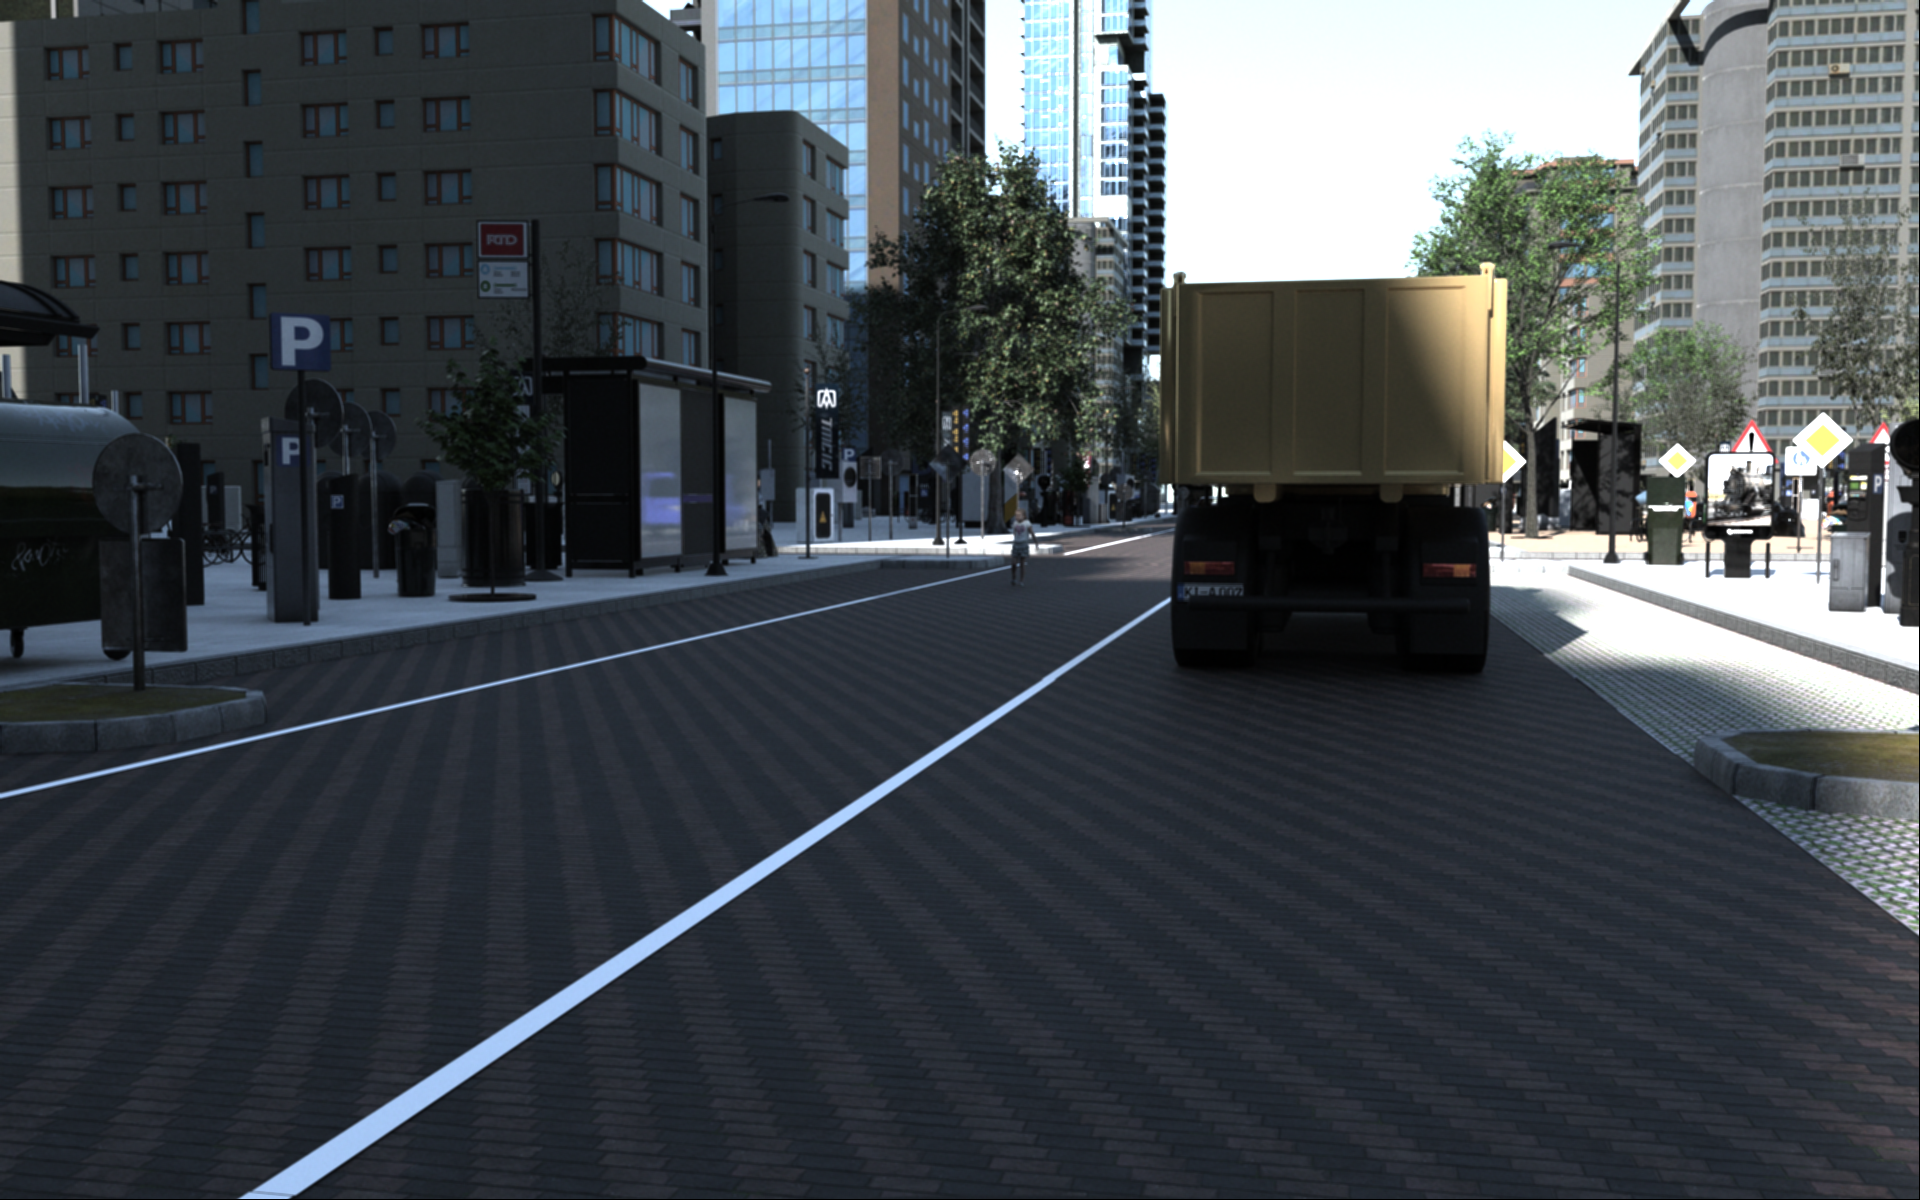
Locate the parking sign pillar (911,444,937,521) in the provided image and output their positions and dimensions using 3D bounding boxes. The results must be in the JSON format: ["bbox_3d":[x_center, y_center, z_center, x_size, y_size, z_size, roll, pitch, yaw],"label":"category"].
[{"bbox_3d":[-1.747,-5.839,83.938,1.447,3.967,1.447,0,4,-2],"label":"parking sign pillar"}]

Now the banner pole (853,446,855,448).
[{"bbox_3d":[-5.141,-5.449,79.111,0.863,3.779,0.401,1,4,22],"label":"banner pole"}]

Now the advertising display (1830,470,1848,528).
[{"bbox_3d":[24.208,-2.570,47.226,0.974,1.923,0.123,-2,4,-25],"label":"advertising display"}]

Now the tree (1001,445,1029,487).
[{"bbox_3d":[2.341,-7.089,99.622,4.285,4.588,4.351,0,3,0],"label":"tree"}]

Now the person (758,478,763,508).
[{"bbox_3d":[-4.953,-2.032,41.741,0.654,1.822,0.581,1,4,11],"label":"person"}]

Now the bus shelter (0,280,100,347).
[{"bbox_3d":[-9.730,-1.229,14.017,2.014,3.302,5.546,1,4,12],"label":"bus shelter"}]

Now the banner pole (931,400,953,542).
[{"bbox_3d":[-0.443,-3.428,46.062,0.401,3.779,0.863,3,4,37],"label":"banner pole"}]

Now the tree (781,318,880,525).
[{"bbox_3d":[-5.088,-7.419,71.661,4.360,8.622,3.978,0,3,0],"label":"tree"}]

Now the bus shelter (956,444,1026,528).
[{"bbox_3d":[1.105,-4.516,67.764,2.014,3.302,5.546,1,4,12],"label":"bus shelter"}]

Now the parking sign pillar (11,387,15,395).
[{"bbox_3d":[-20.683,-3.000,37.521,1.447,3.967,1.447,3,5,43],"label":"parking sign pillar"}]

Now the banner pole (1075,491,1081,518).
[{"bbox_3d":[6.588,-6.421,95.000,0.401,3.779,0.863,2,4,33],"label":"banner pole"}]

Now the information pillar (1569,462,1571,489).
[{"bbox_3d":[37.076,-6.926,104.598,0.504,3.616,0.183,2,4,23],"label":"information pillar"}]

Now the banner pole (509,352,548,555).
[{"bbox_3d":[-7.568,-2.485,30.648,0.863,3.779,0.401,0,4,-1],"label":"banner pole"}]

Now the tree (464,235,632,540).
[{"bbox_3d":[-11.354,-6.011,48.647,4.360,8.622,3.978,0,3,0],"label":"tree"}]

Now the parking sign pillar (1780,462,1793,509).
[{"bbox_3d":[50.671,-7.200,106.186,1.447,3.967,1.447,1,4,12],"label":"parking sign pillar"}]

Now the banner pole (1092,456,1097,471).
[{"bbox_3d":[8.881,-7.600,114.269,0.401,3.779,0.863,-1,4,-19],"label":"banner pole"}]

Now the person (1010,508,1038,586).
[{"bbox_3d":[1.005,-0.827,27.029,0.505,1.210,0.382,1,4,23],"label":"person"}]

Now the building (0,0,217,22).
[{"bbox_3d":[-47.428,-39.082,77.238,20.611,71.187,20.563,1,4,12],"label":"building"}]

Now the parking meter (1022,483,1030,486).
[{"bbox_3d":[3.527,-5.342,93.050,0.399,1.863,0.255,-2,4,-32],"label":"parking meter"}]

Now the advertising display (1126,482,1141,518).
[{"bbox_3d":[9.140,-5.308,92.000,0.974,1.923,0.123,1,4,16],"label":"advertising display"}]

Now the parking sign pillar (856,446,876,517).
[{"bbox_3d":[-5.422,-6.634,96.943,1.447,3.967,1.447,1,4,12],"label":"parking sign pillar"}]

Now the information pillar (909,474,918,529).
[{"bbox_3d":[-1.724,-3.629,63.818,0.304,2.012,0.304,0,4,5],"label":"information pillar"}]

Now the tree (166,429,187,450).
[{"bbox_3d":[-23.075,-3.446,50.948,1.663,3.219,1.824,0,3,0],"label":"tree"}]

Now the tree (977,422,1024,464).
[{"bbox_3d":[1.232,-8.476,88.939,4.360,8.622,3.978,0,3,0],"label":"tree"}]

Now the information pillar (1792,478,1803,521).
[{"bbox_3d":[38.459,-4.590,79.544,0.304,2.012,0.304,-2,4,-31],"label":"information pillar"}]

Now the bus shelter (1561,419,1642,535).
[{"bbox_3d":[21.071,-4.024,57.067,1.731,3.624,6.357,1,4,12],"label":"bus shelter"}]

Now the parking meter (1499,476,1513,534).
[{"bbox_3d":[17.528,-3.053,55.620,0.255,1.863,0.399,-2,4,-31],"label":"parking meter"}]

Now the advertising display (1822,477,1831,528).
[{"bbox_3d":[33.183,-3.716,65.972,0.974,1.923,0.123,-2,4,-27],"label":"advertising display"}]

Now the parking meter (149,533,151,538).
[{"bbox_3d":[-10.856,-1.052,22.909,0.255,1.863,0.399,-2,4,-26],"label":"parking meter"}]

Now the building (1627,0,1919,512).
[{"bbox_3d":[63.617,-26.618,127.089,32.217,40.220,23.993,1,4,12],"label":"building"}]

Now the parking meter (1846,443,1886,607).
[{"bbox_3d":[10.288,-0.855,19.695,0.399,1.863,0.255,-3,4,-36],"label":"parking meter"}]

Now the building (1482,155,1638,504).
[{"bbox_3d":[80.439,-35.088,228.316,22.147,44.769,28.867,1,4,12],"label":"building"}]

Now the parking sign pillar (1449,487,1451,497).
[{"bbox_3d":[29.676,-7.139,105.197,1.447,3.967,1.447,0,4,-2],"label":"parking sign pillar"}]

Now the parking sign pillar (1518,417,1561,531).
[{"bbox_3d":[20.597,-4.465,61.481,1.447,3.967,1.447,-3,5,-39],"label":"parking sign pillar"}]

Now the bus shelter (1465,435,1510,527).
[{"bbox_3d":[20.314,-4.664,67.543,1.731,3.624,6.357,1,4,12],"label":"bus shelter"}]

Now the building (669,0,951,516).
[{"bbox_3d":[-8.810,-28.031,108.422,14.600,45.320,14.200,1,4,12],"label":"building"}]

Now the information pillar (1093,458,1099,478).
[{"bbox_3d":[8.809,-7.403,112.401,0.504,3.616,0.183,-2,4,-35],"label":"information pillar"}]

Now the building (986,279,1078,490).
[{"bbox_3d":[-4.652,-19.050,156.499,27.650,21.520,28.899,1,4,12],"label":"building"}]

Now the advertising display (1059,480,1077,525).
[{"bbox_3d":[4.524,-4.099,72.238,0.974,1.923,0.123,3,5,42],"label":"advertising display"}]

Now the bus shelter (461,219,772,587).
[{"bbox_3d":[-5.455,-3.074,27.899,2.179,5.291,8.768,1,4,12],"label":"bus shelter"}]

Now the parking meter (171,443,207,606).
[{"bbox_3d":[-8.946,-0.876,20.041,0.255,1.863,0.399,-3,5,-39],"label":"parking meter"}]

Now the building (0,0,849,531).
[{"bbox_3d":[-22.089,-14.110,75.744,27.650,21.520,28.899,1,4,12],"label":"building"}]

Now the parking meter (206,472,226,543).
[{"bbox_3d":[-19.719,-2.458,45.892,0.399,1.863,0.255,1,4,8],"label":"parking meter"}]

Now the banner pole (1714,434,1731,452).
[{"bbox_3d":[31.766,-5.037,72.364,0.401,3.779,0.863,-3,5,-41],"label":"banner pole"}]

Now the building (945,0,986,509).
[{"bbox_3d":[-6.782,-42.319,130.165,20.563,71.187,20.611,1,4,12],"label":"building"}]

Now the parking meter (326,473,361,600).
[{"bbox_3d":[-7.543,-0.782,21.196,0.372,1.533,0.369,0,3,0],"label":"parking meter"}]

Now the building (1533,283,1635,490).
[{"bbox_3d":[67.152,-18.890,153.897,27.650,21.520,28.899,1,4,12],"label":"building"}]

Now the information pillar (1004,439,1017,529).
[{"bbox_3d":[1.864,-4.452,64.149,0.504,3.616,0.183,1,4,11],"label":"information pillar"}]

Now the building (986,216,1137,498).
[{"bbox_3d":[8.657,-32.867,229.260,32.217,40.220,23.993,1,4,12],"label":"building"}]

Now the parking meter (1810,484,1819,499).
[{"bbox_3d":[49.481,-5.786,100.308,0.255,1.863,0.399,-2,4,-33],"label":"parking meter"}]

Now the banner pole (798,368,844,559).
[{"bbox_3d":[-2.800,-2.717,34.440,0.863,3.779,0.401,0,4,2],"label":"banner pole"}]

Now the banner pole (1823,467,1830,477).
[{"bbox_3d":[38.235,-5.287,76.466,0.863,3.779,0.401,-3,4,-38],"label":"banner pole"}]

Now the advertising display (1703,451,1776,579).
[{"bbox_3d":[11.848,-1.293,26.357,0.974,1.923,0.123,1,4,14],"label":"advertising display"}]

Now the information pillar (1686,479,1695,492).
[{"bbox_3d":[36.319,-4.994,86.150,0.304,2.012,0.304,0,4,6],"label":"information pillar"}]

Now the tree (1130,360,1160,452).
[{"bbox_3d":[17.754,-13.410,129.619,12.009,13.543,11.850,0,3,0],"label":"tree"}]

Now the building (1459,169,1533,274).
[{"bbox_3d":[84.522,-38.499,253.160,21.300,48.544,21.600,1,4,12],"label":"building"}]

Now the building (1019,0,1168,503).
[{"bbox_3d":[19.965,-57.543,253.503,22.319,86.520,31.000,1,4,12],"label":"building"}]

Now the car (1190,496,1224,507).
[{"bbox_3d":[10.411,-3.565,70.861,1.945,1.354,3.894,1,4,10],"label":"car"}]
